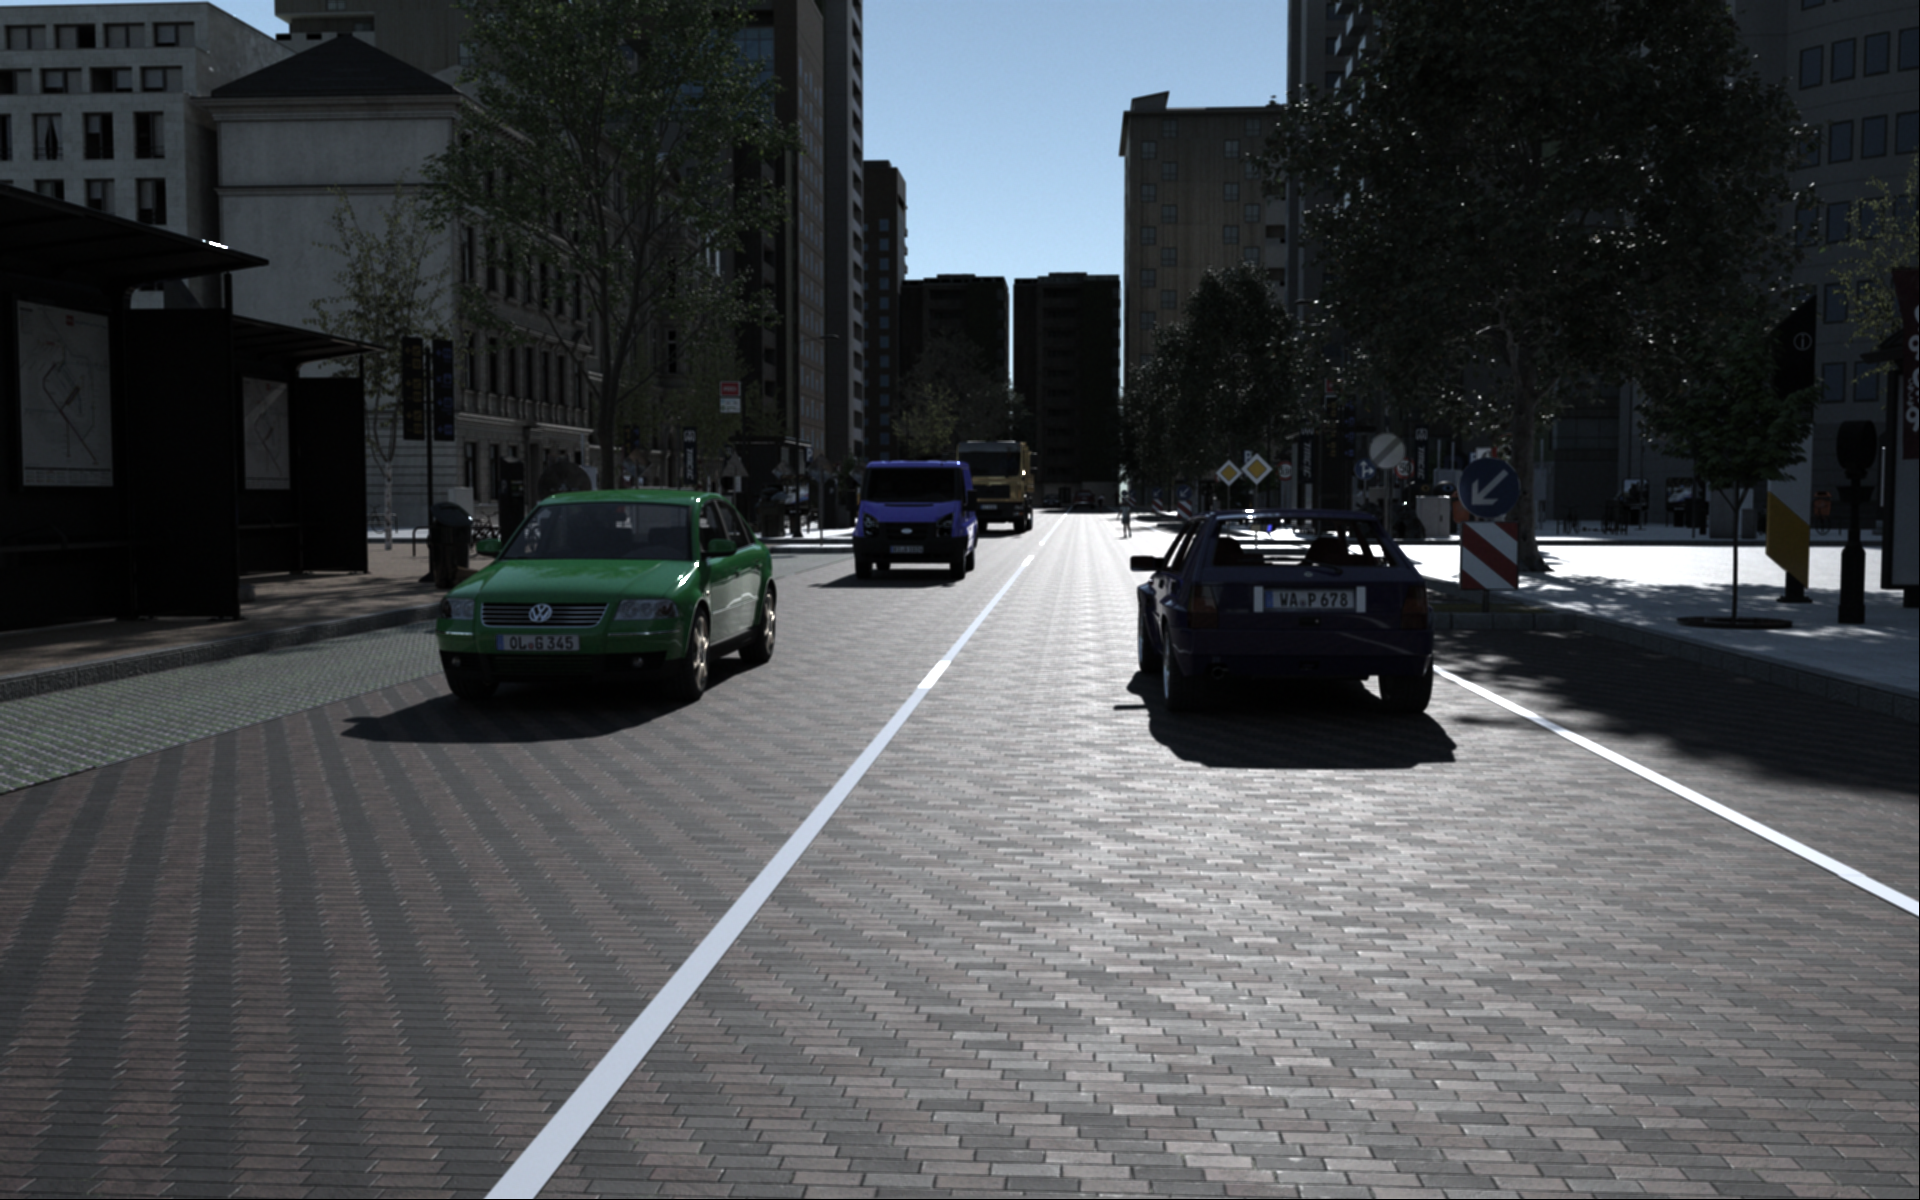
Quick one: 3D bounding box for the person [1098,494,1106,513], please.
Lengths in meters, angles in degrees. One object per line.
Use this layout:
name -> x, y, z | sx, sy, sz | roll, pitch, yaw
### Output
person -> 10.619, -7.208, 129.542 | 0.628, 1.438, 0.799 | 0, 4, 3

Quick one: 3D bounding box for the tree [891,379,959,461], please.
tree -> -2.004, -9.775, 110.189 | 4.360, 8.622, 3.978 | 0, 3, 0

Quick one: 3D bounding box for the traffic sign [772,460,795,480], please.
traffic sign -> -5.943, -3.495, 58.321 | 0.795, 2.450, 0.064 | 0, 4, 5

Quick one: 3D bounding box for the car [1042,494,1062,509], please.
car -> 9.124, -9.894, 171.553 | 2.009, 1.686, 4.222 | 0, 4, 6

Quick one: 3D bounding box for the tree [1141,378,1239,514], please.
tree -> 13.440, -8.962, 96.894 | 4.737, 8.622, 4.395 | 0, 3, 0

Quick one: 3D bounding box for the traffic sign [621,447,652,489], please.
traffic sign -> -7.993, -2.547, 42.823 | 0.795, 2.450, 0.064 | 1, 4, 9

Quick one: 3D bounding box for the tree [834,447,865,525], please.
tree -> -4.627, -4.731, 71.949 | 1.663, 3.219, 1.824 | 0, 3, 0

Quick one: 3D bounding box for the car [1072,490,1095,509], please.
car -> 11.918, -9.675, 166.862 | 2.281, 1.827, 5.304 | 0, 4, 2

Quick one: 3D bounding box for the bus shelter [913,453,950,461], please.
bus shelter -> -1.721, -6.848, 103.252 | 1.731, 3.624, 6.357 | 0, 4, 4

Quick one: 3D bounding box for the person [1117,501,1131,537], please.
person -> 5.452, -2.686, 57.437 | 0.505, 1.210, 0.382 | 1, 4, 15

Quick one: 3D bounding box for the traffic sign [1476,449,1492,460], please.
traffic sign -> 11.646, -2.202, 38.133 | 0.606, 2.300, 0.079 | 1, 4, 13

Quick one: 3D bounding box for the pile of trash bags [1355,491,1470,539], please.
pile of trash bags -> 12.975, -2.454, 49.881 | 3.447, 1.369, 1.912 | 1, 4, 13

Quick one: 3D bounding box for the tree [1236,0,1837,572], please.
tree -> 9.402, -6.814, 28.417 | 9.611, 12.733, 9.660 | 0, 3, 0

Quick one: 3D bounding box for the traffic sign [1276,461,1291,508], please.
traffic sign -> 12.438, -4.047, 66.270 | 0.768, 2.556, 0.104 | 1, 4, 9

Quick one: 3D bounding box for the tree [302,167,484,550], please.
tree -> -13.136, -5.472, 39.835 | 4.360, 8.622, 3.978 | 0, 3, 0

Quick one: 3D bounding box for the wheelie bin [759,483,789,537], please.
wheelie bin -> -5.558, -2.665, 51.488 | 0.980, 1.594, 0.693 | 1, 4, 14

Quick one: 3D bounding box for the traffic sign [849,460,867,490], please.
traffic sign -> -2.864, -2.882, 50.758 | 0.795, 2.450, 0.064 | 0, 4, 4

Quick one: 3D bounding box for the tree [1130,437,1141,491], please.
tree -> 19.998, -14.331, 184.666 | 4.737, 8.622, 4.395 | 0, 3, 0

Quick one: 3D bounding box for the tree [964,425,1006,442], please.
tree -> 2.495, -13.388, 169.259 | 4.737, 8.622, 4.395 | 0, 3, 0

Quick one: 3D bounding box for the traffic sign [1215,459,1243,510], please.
traffic sign -> 7.752, -2.835, 49.992 | 0.795, 2.450, 0.064 | 0, 4, 4

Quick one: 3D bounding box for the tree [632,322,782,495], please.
tree -> -10.506, -7.468, 72.462 | 4.737, 8.622, 4.395 | 0, 3, 0

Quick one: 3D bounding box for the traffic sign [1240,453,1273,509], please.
traffic sign -> 7.191, -2.348, 42.027 | 0.795, 2.450, 0.064 | 0, 4, 4

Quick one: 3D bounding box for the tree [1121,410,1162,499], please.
tree -> 18.694, -14.021, 163.654 | 7.601, 10.594, 8.767 | 0, 4, -7

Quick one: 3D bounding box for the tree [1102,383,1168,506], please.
tree -> 20.589, -17.521, 193.126 | 9.857, 13.997, 8.962 | 0, 3, 0

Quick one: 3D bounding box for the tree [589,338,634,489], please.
tree -> -14.755, -7.783, 77.614 | 4.737, 8.622, 4.395 | 0, 3, 0

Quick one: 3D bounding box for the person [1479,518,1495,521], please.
person -> 13.408, -2.149, 43.660 | 0.654, 1.822, 0.581 | 0, 4, 3

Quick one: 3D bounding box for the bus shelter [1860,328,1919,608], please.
bus shelter -> 11.049, -1.408, 16.940 | 2.014, 3.302, 5.546 | 0, 4, 4

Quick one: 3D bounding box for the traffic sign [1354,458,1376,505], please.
traffic sign -> 14.423, -3.767, 61.691 | 0.768, 2.556, 0.104 | 1, 4, 8

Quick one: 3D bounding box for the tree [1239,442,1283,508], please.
tree -> 11.098, -4.258, 64.225 | 1.663, 3.219, 1.824 | 0, 3, 0

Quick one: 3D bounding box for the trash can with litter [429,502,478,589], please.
trash can with litter -> -6.735, -0.737, 23.437 | 0.624, 1.170, 1.055 | -3, 5, -42

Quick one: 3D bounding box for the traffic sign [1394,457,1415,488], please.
traffic sign -> 15.228, -3.620, 59.294 | 0.768, 2.556, 0.104 | 1, 4, 10

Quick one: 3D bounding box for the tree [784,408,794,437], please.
tree -> -12.590, -9.896, 112.168 | 4.737, 8.622, 4.395 | 0, 3, 0

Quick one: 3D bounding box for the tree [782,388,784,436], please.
tree -> -11.999, -8.225, 84.837 | 4.737, 8.622, 4.395 | 0, 3, 0

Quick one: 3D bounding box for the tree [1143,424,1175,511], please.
tree -> 15.671, -10.949, 129.379 | 4.360, 8.622, 3.978 | 0, 3, 0

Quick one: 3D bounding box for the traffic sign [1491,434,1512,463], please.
traffic sign -> 11.443, -2.201, 36.084 | 0.768, 2.556, 0.104 | 1, 4, 11

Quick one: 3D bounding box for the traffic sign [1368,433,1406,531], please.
traffic sign -> 8.847, -2.193, 35.969 | 0.768, 2.556, 0.104 | 0, 4, 6

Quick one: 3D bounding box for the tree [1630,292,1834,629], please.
tree -> 7.581, -1.351, 16.693 | 1.663, 3.219, 1.824 | 0, 3, 0

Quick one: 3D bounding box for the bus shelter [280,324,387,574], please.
bus shelter -> -10.214, -2.046, 24.736 | 1.731, 3.624, 6.357 | 0, 4, 4

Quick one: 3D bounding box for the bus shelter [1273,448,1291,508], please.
bus shelter -> 14.276, -4.755, 71.670 | 2.014, 3.302, 5.546 | 0, 4, 4

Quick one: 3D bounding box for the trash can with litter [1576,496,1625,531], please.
trash can with litter -> 22.263, -3.005, 60.182 | 2.233, 1.210, 1.678 | -1, 4, -12

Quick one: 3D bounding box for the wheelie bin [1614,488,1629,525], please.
wheelie bin -> 28.032, -3.989, 73.126 | 0.693, 1.594, 0.980 | 0, 4, 5

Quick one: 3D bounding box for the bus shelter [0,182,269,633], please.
bus shelter -> -8.002, -1.418, 14.468 | 1.731, 3.624, 6.357 | 0, 4, 4

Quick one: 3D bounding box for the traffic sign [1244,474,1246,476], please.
traffic sign -> 17.195, -6.340, 103.759 | 0.768, 2.556, 0.104 | 1, 4, 10

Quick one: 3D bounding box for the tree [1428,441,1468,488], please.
tree -> 30.139, -7.549, 107.135 | 4.285, 4.588, 4.351 | 0, 3, 0

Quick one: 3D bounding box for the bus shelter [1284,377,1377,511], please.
bus shelter -> 11.989, -4.867, 57.207 | 2.179, 5.291, 8.768 | 0, 4, 4

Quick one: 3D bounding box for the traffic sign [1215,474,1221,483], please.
traffic sign -> 14.034, -5.674, 92.881 | 0.768, 2.556, 0.104 | 1, 4, 9

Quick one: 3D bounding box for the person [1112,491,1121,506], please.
person -> 17.994, -11.615, 198.368 | 1.348, 1.831, 0.705 | -2, 4, -25

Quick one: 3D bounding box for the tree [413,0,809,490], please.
tree -> -6.548, -6.512, 32.223 | 9.928, 11.665, 9.643 | 0, 3, 0

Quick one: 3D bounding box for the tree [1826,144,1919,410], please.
tree -> 20.740, -5.316, 37.280 | 4.360, 8.622, 3.978 | 0, 3, 0

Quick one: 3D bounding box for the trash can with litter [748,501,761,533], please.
trash can with litter -> -6.645, -2.828, 57.621 | 0.624, 1.170, 1.055 | 2, 4, 34

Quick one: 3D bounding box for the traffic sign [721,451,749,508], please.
traffic sign -> -6.796, -3.195, 52.238 | 0.884, 2.594, 0.081 | 1, 4, 11

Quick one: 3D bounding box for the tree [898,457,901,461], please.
tree -> -3.033, -5.794, 89.333 | 1.663, 3.219, 1.824 | 0, 3, 0

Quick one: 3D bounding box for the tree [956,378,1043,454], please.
tree -> 4.203, -17.273, 189.066 | 9.857, 13.997, 8.962 | 0, 3, 0

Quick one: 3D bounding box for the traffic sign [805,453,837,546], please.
traffic sign -> -3.425, -2.395, 42.793 | 0.795, 2.450, 0.064 | 0, 4, 4

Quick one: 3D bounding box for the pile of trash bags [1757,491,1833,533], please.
pile of trash bags -> 27.518, -2.976, 58.407 | 3.447, 1.369, 1.912 | 2, 4, 33

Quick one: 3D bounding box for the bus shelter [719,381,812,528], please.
bus shelter -> -7.249, -5.287, 64.081 | 2.179, 5.291, 8.768 | 0, 4, 4

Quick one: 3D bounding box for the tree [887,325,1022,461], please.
tree -> -0.297, -13.133, 125.099 | 12.009, 13.543, 11.850 | 0, 3, 0

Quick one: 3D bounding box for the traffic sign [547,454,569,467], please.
traffic sign -> -10.234, -2.570, 44.153 | 0.606, 2.300, 0.079 | 1, 4, 12

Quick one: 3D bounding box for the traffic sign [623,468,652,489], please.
traffic sign -> -9.462, -3.110, 50.845 | 0.884, 2.594, 0.081 | 1, 4, 9
